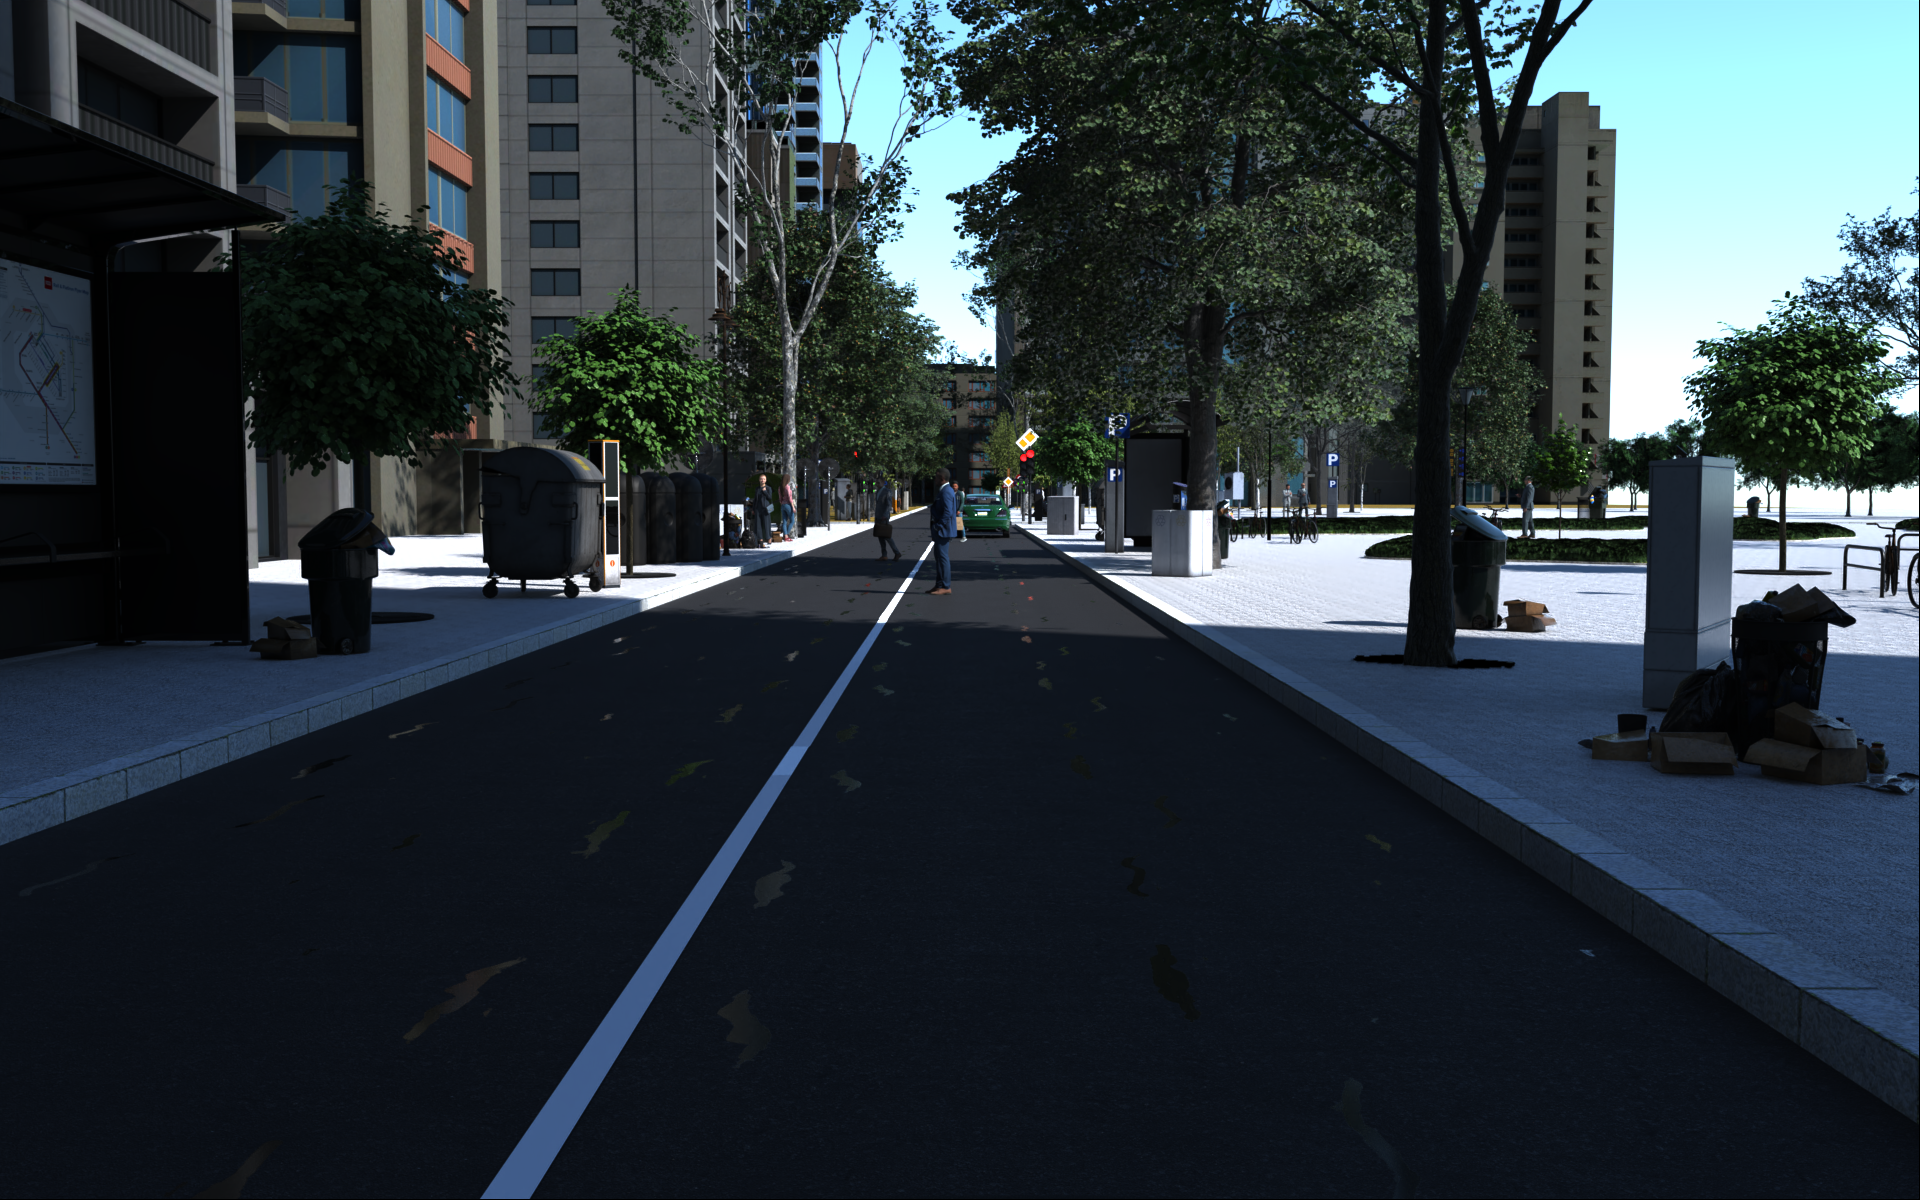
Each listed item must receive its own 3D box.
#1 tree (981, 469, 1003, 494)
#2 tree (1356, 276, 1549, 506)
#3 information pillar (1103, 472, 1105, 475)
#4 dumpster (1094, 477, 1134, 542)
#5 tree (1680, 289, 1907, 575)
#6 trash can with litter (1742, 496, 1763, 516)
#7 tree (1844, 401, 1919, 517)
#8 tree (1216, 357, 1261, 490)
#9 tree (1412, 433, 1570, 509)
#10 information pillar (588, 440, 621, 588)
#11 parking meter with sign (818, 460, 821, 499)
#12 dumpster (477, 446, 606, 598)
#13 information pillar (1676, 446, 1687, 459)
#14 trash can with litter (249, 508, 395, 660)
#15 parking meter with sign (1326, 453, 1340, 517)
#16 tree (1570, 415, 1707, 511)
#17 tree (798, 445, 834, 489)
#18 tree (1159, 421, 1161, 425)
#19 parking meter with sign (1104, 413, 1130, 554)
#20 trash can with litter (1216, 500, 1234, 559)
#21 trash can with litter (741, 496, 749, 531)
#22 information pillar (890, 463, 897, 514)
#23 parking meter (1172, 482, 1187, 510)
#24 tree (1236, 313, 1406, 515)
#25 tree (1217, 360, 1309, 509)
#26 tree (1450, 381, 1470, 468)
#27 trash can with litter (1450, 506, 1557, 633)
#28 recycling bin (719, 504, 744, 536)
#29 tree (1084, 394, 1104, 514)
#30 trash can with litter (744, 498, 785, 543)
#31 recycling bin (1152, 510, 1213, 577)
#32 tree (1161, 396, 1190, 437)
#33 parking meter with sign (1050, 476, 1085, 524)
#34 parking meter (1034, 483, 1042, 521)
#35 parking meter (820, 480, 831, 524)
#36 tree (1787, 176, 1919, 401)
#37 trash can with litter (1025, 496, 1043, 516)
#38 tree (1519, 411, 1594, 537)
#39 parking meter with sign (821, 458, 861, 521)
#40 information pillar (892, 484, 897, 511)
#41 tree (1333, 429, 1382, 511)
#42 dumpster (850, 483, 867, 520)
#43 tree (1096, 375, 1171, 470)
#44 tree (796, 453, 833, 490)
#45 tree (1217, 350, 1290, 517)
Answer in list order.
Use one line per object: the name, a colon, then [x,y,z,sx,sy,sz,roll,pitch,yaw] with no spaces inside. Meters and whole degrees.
tree: [4.115,-14.751,224.892,4.285,4.588,4.351,0,3,0]
tree: [25.923,-10.558,89.626,9.611,12.733,9.660,0,3,0]
information pillar: [5.007,-3.270,57.952,0.304,2.012,0.304,-2,4,-34]
dumpster: [4.352,-2.547,47.396,1.264,1.857,1.865,0,4,0]
tree: [13.393,-2.702,27.895,4.285,4.588,4.351,0,3,0]
trash can with litter: [37.764,-4.358,82.640,1.055,1.170,0.624,-3,4,-36]
tree: [52.040,-8.109,95.488,11.467,7.101,20.602,0,4,-4]
tree: [14.127,-8.804,94.314,4.737,8.622,4.395,0,3,0]
tree: [48.834,-11.197,145.977,20.602,7.101,11.467,1,4,10]
information pillar: [-4.860,-1.173,23.675,0.304,2.012,0.304,2,4,35]
parking meter with sign: [-7.052,-5.635,88.394,0.543,3.016,1.738,1,4,9]
dumpster: [-5.285,-0.990,21.939,1.264,1.857,1.865,0,4,0]
information pillar: [34.599,-5.615,83.154,0.504,3.616,0.183,3,5,41]
trash can with litter: [-5.057,-0.144,13.738,0.624,1.170,1.055,2,4,25]
parking meter with sign: [15.752,-4.712,73.304,0.543,3.016,1.738,1,4,13]
tree: [55.345,-9.813,123.345,20.602,7.101,11.467,2,4,27]
tree: [-9.397,-9.793,110.471,4.360,8.622,3.978,0,3,0]
tree: [16.434,-10.837,127.551,4.360,8.622,3.978,0,3,0]
parking meter with sign: [3.416,-2.558,38.085,0.543,3.016,1.738,0,4,3]
trash can with litter: [4.846,-1.396,34.208,1.055,1.170,0.624,0,4,-1]
trash can with litter: [-6.509,-2.595,53.484,1.678,1.210,2.233,0,4,-5]
information pillar: [-4.274,-7.343,111.420,0.504,3.616,0.183,3,5,41]
parking meter: [4.536,-1.658,35.514,0.372,1.533,0.369,0,3,0]
tree: [21.614,-11.874,104.510,12.009,13.543,11.850,0,3,0]
tree: [25.092,-14.023,146.284,9.611,12.733,9.660,0,3,0]
tree: [29.946,-9.604,107.381,4.737,8.622,4.395,0,3,0]
trash can with litter: [5.125,-0.308,16.431,1.055,1.170,0.624,3,4,39]
recycling bin: [-5.722,-1.814,42.211,0.722,1.027,0.722,-2,4,-27]
tree: [8.135,-9.699,108.944,4.360,8.622,3.978,0,3,0]
trash can with litter: [-5.178,-2.102,45.757,0.624,1.170,1.055,3,5,45]
recycling bin: [3.476,-0.889,27.097,0.722,1.027,0.722,3,4,37]
tree: [15.882,-10.249,117.936,4.360,8.622,3.978,0,3,0]
parking meter with sign: [5.065,-5.226,81.708,0.543,3.016,1.738,-2,4,-31]
parking meter: [3.720,-4.696,82.488,0.399,1.863,0.255,0,4,5]
parking meter: [-5.700,-4.135,73.315,0.399,1.863,0.255,-2,4,-25]
tree: [23.656,-6.498,40.648,8.767,10.594,7.601,0,4,-1]
trash can with litter: [4.499,-5.641,103.282,2.233,1.210,1.678,3,5,40]
tree: [13.984,-2.820,40.702,1.663,3.219,1.824,0,3,0]
parking meter with sign: [-5.686,-5.361,83.917,1.738,3.016,0.543,-1,4,-23]
information pillar: [-4.964,-7.709,130.527,0.304,2.012,0.304,1,4,17]
tree: [31.104,-11.256,134.402,4.360,8.622,3.978,0,3,0]
dumpster: [-5.325,-5.005,87.585,1.264,1.857,1.865,0,4,0]
tree: [12.726,-12.272,135.052,8.767,10.594,7.601,1,4,11]
tree: [-10.918,-8.834,128.157,4.285,4.588,4.351,0,3,0]
tree: [14.505,-8.249,85.235,4.360,8.622,3.978,0,3,0]
